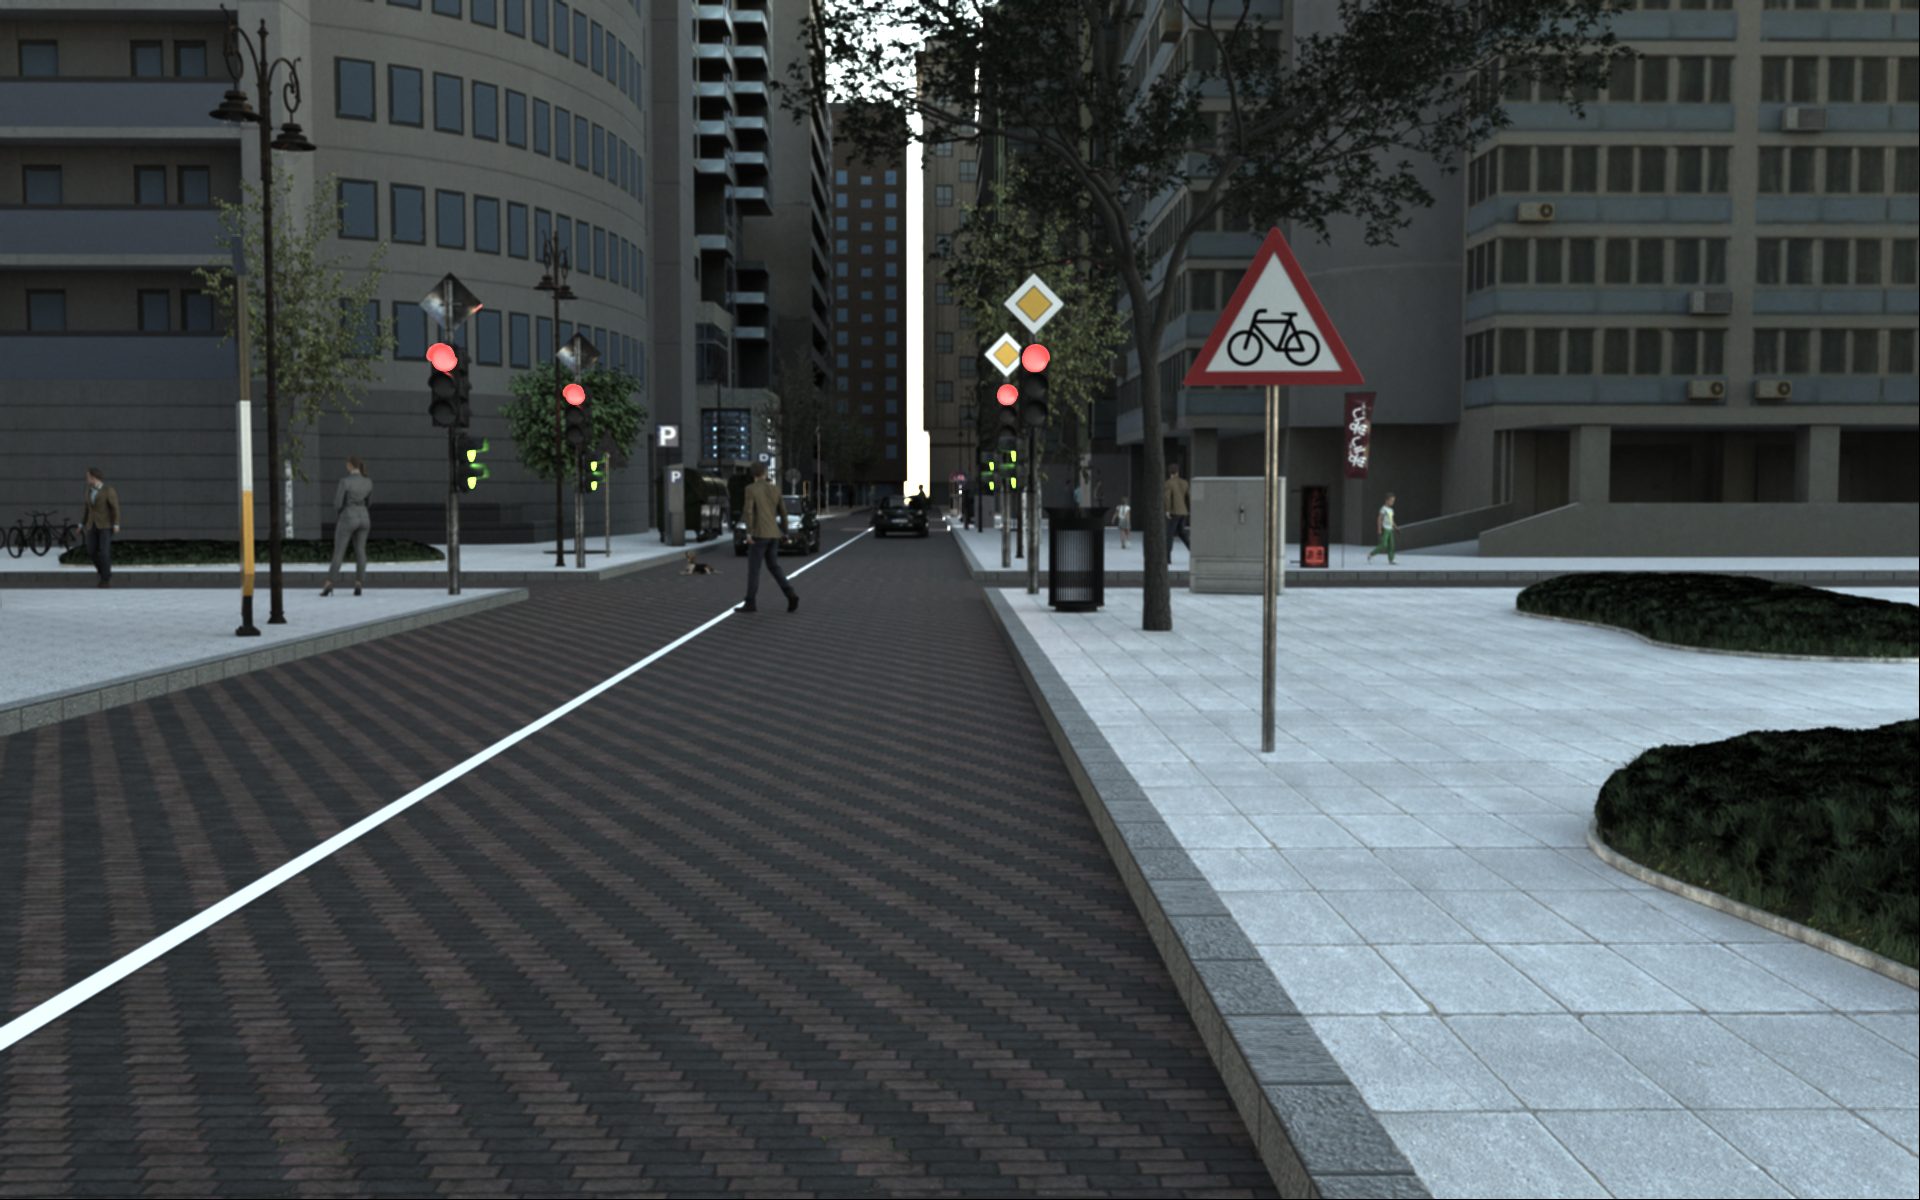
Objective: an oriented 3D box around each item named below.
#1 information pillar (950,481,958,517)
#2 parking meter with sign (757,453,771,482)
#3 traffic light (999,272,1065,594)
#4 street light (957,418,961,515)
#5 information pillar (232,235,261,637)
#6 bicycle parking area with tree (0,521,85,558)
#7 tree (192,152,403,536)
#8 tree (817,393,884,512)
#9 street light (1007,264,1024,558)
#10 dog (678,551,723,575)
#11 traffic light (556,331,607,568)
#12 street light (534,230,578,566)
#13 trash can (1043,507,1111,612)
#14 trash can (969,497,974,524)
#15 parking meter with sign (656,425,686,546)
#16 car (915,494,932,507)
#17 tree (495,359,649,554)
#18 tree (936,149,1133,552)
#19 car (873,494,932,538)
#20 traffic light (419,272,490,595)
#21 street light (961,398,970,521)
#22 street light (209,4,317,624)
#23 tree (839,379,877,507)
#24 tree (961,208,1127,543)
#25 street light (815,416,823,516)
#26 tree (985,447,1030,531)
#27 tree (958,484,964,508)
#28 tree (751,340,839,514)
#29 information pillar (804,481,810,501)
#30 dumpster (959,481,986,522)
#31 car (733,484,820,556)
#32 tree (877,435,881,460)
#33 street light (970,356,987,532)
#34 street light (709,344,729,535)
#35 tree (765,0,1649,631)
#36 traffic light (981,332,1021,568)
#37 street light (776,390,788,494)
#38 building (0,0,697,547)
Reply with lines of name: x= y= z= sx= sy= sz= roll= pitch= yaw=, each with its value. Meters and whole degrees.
information pillar: x=-0.336 y=-5.543 z=95.122 sx=0.304 sy=2.012 sz=0.304 roll=-3 pitch=5 yaw=-43
parking meter with sign: x=-8.344 y=-4.785 z=74.491 sx=0.543 sy=3.016 sz=1.738 roll=0 pitch=4 yaw=-1
traffic light: x=0.921 y=-2.031 z=22.127 sx=0.839 sy=4.253 sz=0.868 roll=0 pitch=4 yaw=-1
street light: x=0.030 y=-8.081 z=104.905 sx=0.468 sy=5.910 sz=1.993 roll=0 pitch=4 yaw=-1
information pillar: x=-6.443 y=-1.482 z=15.580 sx=0.183 sy=3.616 sz=0.504 roll=-2 pitch=4 yaw=-27
bicycle parking area with tree: x=-22.648 y=-2.858 z=33.732 sx=8.231 sy=4.147 sz=9.016 roll=1 pitch=4 yaw=16
tree: x=-14.748 y=-5.391 z=38.498 sx=4.737 sy=8.622 sz=4.395 roll=0 pitch=3 yaw=0
tree: x=-8.568 y=-10.779 z=126.598 sx=4.737 sy=8.622 sz=4.395 roll=0 pitch=3 yaw=0
street light: x=1.199 y=-3.781 z=34.604 sx=0.468 sy=5.910 sz=1.993 roll=0 pitch=4 yaw=-1
dog: x=-4.655 y=-0.664 z=31.046 sx=0.748 sy=0.427 sz=0.550 roll=0 pitch=4 yaw=5
traffic light: x=-6.573 y=-2.511 z=29.972 sx=0.839 sy=4.253 sz=0.868 roll=0 pitch=4 yaw=-1
street light: x=-7.107 y=-3.537 z=30.616 sx=0.468 sy=5.910 sz=1.993 roll=0 pitch=4 yaw=-1
trash can: x=1.274 y=-0.446 z=18.951 sx=0.748 sy=1.137 sz=0.748 roll=0 pitch=3 yaw=0
trash can: x=0.594 y=-3.850 z=74.608 sx=0.748 sy=1.137 sz=0.748 roll=0 pitch=3 yaw=0
parking meter with sign: x=-7.144 y=-2.866 z=43.114 sx=0.543 sy=3.016 sz=1.738 roll=-1 pitch=4 yaw=-18
car: x=-3.646 y=-9.246 z=162.970 sx=2.131 sy=1.459 sz=4.920 roll=0 pitch=4 yaw=-2
tree: x=-8.402 y=-3.294 z=37.576 sx=4.285 sy=4.588 sz=4.351 roll=0 pitch=3 yaw=0
tree: x=1.630 y=-5.366 z=38.090 sx=4.737 sy=8.622 sz=4.395 roll=0 pitch=3 yaw=0
car: x=-1.946 y=-2.967 z=58.291 sx=2.009 sy=1.686 sz=4.222 roll=0 pitch=4 yaw=0
traffic light: x=-6.439 y=-2.022 z=21.988 sx=0.839 sy=4.253 sz=0.868 roll=0 pitch=4 yaw=-1
street light: x=0.424 y=-6.674 z=81.910 sx=0.468 sy=5.910 sz=1.993 roll=0 pitch=4 yaw=-1
street light: x=-6.780 y=-2.705 z=17.016 sx=0.468 sy=5.910 sz=1.993 roll=0 pitch=4 yaw=-1
tree: x=-8.149 y=-9.689 z=108.778 sx=4.360 sy=8.622 sz=3.978 roll=0 pitch=3 yaw=0
tree: x=2.082 y=-5.767 z=44.645 sx=4.360 sy=8.622 sz=3.978 roll=0 pitch=3 yaw=0
street light: x=-8.121 y=-7.780 z=99.990 sx=0.468 sy=5.910 sz=1.993 roll=0 pitch=4 yaw=-1
tree: x=1.986 y=-4.025 z=60.412 sx=1.663 sy=3.219 sz=1.824 roll=0 pitch=3 yaw=0
tree: x=0.183 y=-10.298 z=162.971 sx=1.663 sy=3.219 sz=1.824 roll=0 pitch=3 yaw=0
tree: x=-8.029 y=-8.120 z=83.116 sx=4.360 sy=8.622 sz=3.978 roll=0 pitch=3 yaw=0
information pillar: x=-8.851 y=-5.869 z=100.445 sx=0.304 sy=2.012 sz=0.304 roll=0 pitch=4 yaw=6
dumpster: x=0.594 y=-4.482 z=79.044 sx=1.264 sy=1.857 sz=1.865 roll=0 pitch=4 yaw=-1
car: x=-4.367 y=-1.945 z=41.582 sx=2.009 sy=1.686 sz=4.222 roll=0 pitch=4 yaw=1
tree: x=-9.903 y=-13.426 z=169.880 sx=4.360 sy=8.622 sz=3.978 roll=0 pitch=3 yaw=0
street light: x=0.683 y=-5.214 z=58.041 sx=0.468 sy=5.910 sz=1.993 roll=0 pitch=4 yaw=-1
street light: x=-7.449 y=-4.943 z=53.611 sx=0.468 sy=5.910 sz=1.993 roll=0 pitch=4 yaw=-1
tree: x=1.988 y=-5.011 z=16.346 sx=8.767 sy=10.594 sz=7.601 roll=1 pitch=4 yaw=17
traffic light: x=0.787 y=-2.519 z=30.111 sx=0.839 sy=4.253 sz=0.868 roll=0 pitch=4 yaw=-1
street light: x=-7.879 y=-6.373 z=76.993 sx=0.468 sy=5.910 sz=1.993 roll=0 pitch=4 yaw=-1
building: x=-20.867 y=-31.315 z=54.002 sx=21.231 sy=58.520 sz=28.212 roll=0 pitch=4 yaw=-1
